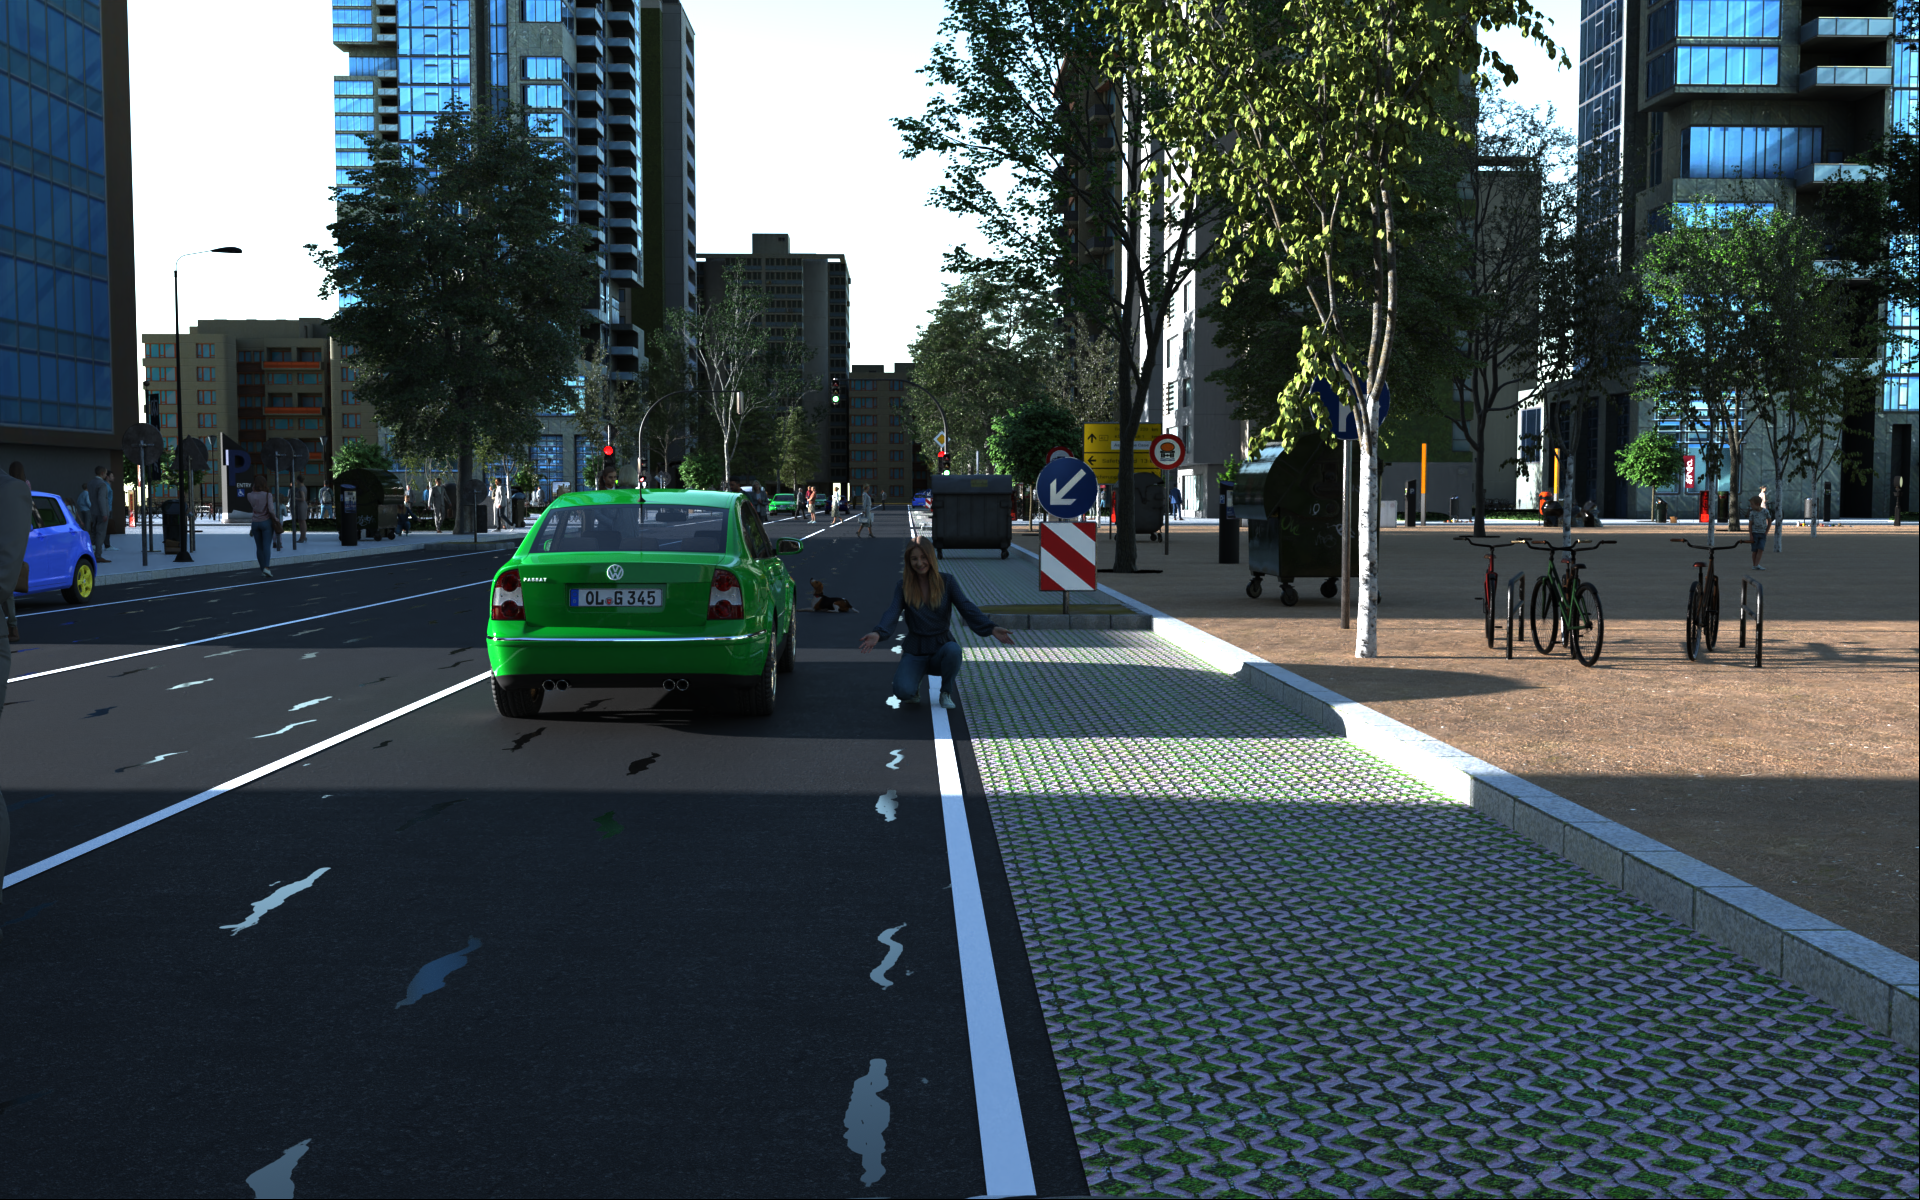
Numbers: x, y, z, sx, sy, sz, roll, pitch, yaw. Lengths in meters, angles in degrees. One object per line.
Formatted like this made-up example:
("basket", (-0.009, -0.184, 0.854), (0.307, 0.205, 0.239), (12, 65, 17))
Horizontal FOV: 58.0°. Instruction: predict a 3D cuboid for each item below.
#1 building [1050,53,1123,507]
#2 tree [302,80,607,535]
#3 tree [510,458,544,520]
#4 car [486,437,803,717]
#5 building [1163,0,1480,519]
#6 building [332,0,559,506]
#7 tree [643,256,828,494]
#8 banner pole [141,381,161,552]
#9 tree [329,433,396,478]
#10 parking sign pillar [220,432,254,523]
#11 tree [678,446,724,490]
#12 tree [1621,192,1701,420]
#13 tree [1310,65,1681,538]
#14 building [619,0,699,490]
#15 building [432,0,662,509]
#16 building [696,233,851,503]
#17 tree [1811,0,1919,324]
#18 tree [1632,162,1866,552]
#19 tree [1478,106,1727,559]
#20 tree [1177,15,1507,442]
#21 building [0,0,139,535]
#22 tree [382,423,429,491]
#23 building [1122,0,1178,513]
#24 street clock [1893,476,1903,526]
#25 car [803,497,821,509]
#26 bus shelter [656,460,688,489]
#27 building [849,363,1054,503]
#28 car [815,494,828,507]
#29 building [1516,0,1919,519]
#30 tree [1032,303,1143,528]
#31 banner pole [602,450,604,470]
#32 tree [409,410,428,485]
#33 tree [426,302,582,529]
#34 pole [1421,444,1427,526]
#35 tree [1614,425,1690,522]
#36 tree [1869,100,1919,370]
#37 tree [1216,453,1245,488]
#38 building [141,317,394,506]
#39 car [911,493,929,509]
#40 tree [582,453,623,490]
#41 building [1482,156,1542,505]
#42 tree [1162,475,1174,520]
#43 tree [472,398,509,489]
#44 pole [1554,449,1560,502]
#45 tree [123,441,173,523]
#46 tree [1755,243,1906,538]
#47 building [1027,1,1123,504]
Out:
("building", (20.494, -31.594, 171.183), (22.147, 44.769, 28.867), (0, 4, -2))
("tree", (-15.835, -9.064, 54.850), (9.857, 13.997, 8.962), (0, 3, 0))
("tree", (-21.743, -5.636, 86.743), (1.663, 3.219, 1.824), (0, 3, 0))
("car", (-2.143, -0.228, 12.521), (1.959, 1.807, 4.718), (0, 4, -2))
("building", (18.901, -25.064, 93.386), (14.086, 41.232, 14.154), (0, 4, -2))
("building", (-77.464, -57.525, 253.198), (31.000, 86.520, 22.319), (0, 4, -2))
("tree", (-19.260, -17.382, 140.087), (12.611, 20.169, 13.585), (0, 3, 0))
("banner pole", (-17.769, -2.944, 38.145), (0.863, 3.779, 0.401), (3, 5, 43))
("tree", (-32.465, -6.753, 94.119), (4.285, 4.588, 4.351), (0, 3, 0))
("parking sign pillar", (-31.754, -5.362, 76.147), (1.447, 3.967, 1.447), (2, 4, 35))
("tree", (-17.479, -8.175, 117.367), (4.285, 4.588, 4.351), (0, 3, 0))
("tree", (26.613, -8.174, 59.405), (9.928, 11.665, 9.643), (0, 3, 0))
("tree", (15.252, -8.590, 50.814), (12.009, 13.543, 11.850), (0, 3, 0))
("building", (-45.567, -40.457, 203.476), (28.212, 58.520, 21.231), (0, 4, -2))
("building", (-41.380, -52.098, 164.481), (22.319, 86.520, 31.000), (0, 4, -2))
("building", (-28.491, -34.808, 260.987), (23.993, 40.220, 32.217), (0, 4, -2))
("tree", (15.562, -5.464, 23.751), (7.601, 10.594, 8.767), (0, 4, 4))
("tree", (17.814, -5.353, 37.891), (4.360, 8.622, 3.978), (0, 3, 0))
("tree", (12.100, -5.118, 34.047), (4.360, 8.622, 3.978), (0, 3, 0))
("tree", (8.899, -7.511, 40.926), (7.486, 12.596, 7.792), (0, 3, 0))
("building", (-33.464, -24.326, 47.837), (14.200, 45.320, 14.600), (0, 4, -2))
("tree", (-46.756, -12.041, 147.226), (4.737, 8.622, 4.395), (0, 3, 0))
("building", (22.748, -35.937, 129.567), (21.231, 58.520, 28.212), (0, 4, -2))
("street clock", (37.616, -3.968, 69.454), (0.358, 2.002, 0.471), (3, 5, 45))
("car", (-14.532, -9.637, 170.146), (1.945, 1.354, 3.894), (0, 4, -3))
("bus shelter", (-20.293, -8.067, 123.181), (1.731, 3.624, 6.357), (0, 4, -2))
("building", (-1.735, -25.380, 260.007), (28.899, 21.520, 27.650), (0, 4, -2))
("car", (-13.431, -9.518, 164.412), (1.959, 1.807, 4.718), (0, 4, -4))
("building", (49.317, -47.946, 96.586), (31.000, 86.520, 22.319), (0, 4, -2))
("tree", (4.955, -6.993, 64.699), (4.360, 8.622, 3.978), (0, 3, 0))
("banner pole", (-19.666, -6.502, 96.322), (0.863, 3.779, 0.401), (3, 5, 44))
("tree", (-23.669, -7.971, 80.682), (4.360, 8.622, 3.978), (0, 3, 0))
("tree", (-16.621, -6.917, 63.450), (4.360, 8.622, 3.978), (0, 3, 0))
("pole", (18.735, -4.655, 69.947), (0.158, 3.312, 0.155), (0, 3, 0))
("tree", (32.217, -5.904, 80.249), (4.285, 4.588, 4.351), (0, 3, 0))
("tree", (25.653, -7.141, 42.511), (9.928, 11.665, 9.643), (0, 3, 0))
("tree", (12.953, -5.383, 82.614), (1.663, 3.219, 1.824), (0, 3, 0))
("building", (-74.024, -21.770, 200.977), (28.899, 21.520, 27.650), (0, 4, -2))
("car", (-3.892, -9.913, 171.668), (1.945, 1.707, 3.694), (0, 4, -1))
("tree", (-26.204, -8.762, 126.974), (4.285, 4.588, 4.351), (0, 3, 0))
("building", (61.389, -32.288, 211.499), (14.086, 41.232, 14.154), (0, 4, -2))
("tree", (9.652, -5.658, 87.114), (1.663, 3.219, 1.824), (0, 3, 0))
("tree", (-34.363, -10.751, 126.142), (4.737, 8.622, 4.395), (0, 3, 0))
("pole", (26.746, -5.125, 77.636), (0.158, 3.312, 0.155), (0, 3, 0))
("tree", (-37.137, -5.773, 78.107), (4.285, 4.588, 4.351), (0, 3, 0))
("tree", (24.985, -6.114, 50.326), (4.737, 8.622, 4.395), (0, 3, 0))
("building", (20.010, -54.268, 199.947), (22.319, 86.520, 31.000), (0, 4, -2))
